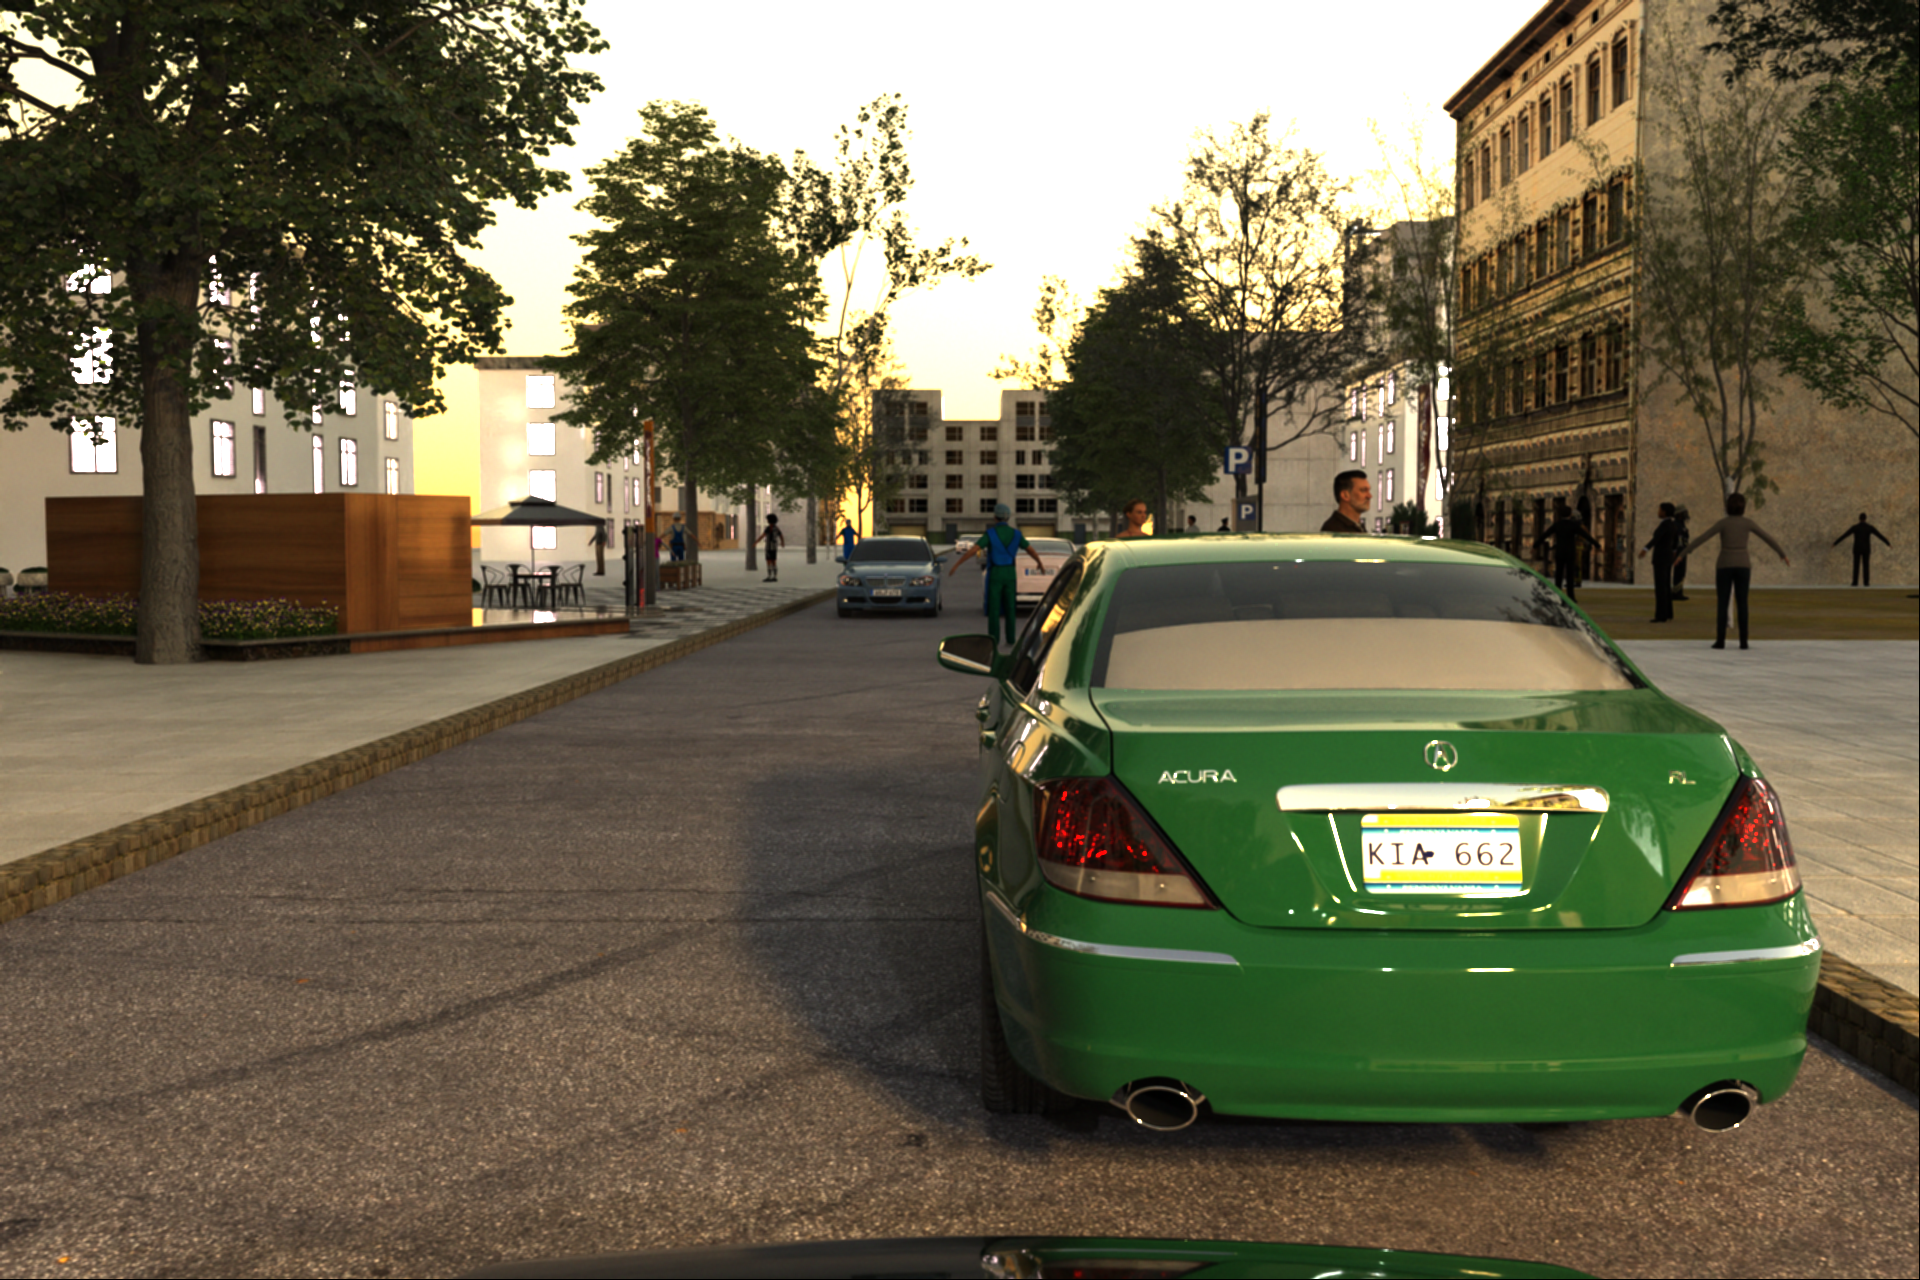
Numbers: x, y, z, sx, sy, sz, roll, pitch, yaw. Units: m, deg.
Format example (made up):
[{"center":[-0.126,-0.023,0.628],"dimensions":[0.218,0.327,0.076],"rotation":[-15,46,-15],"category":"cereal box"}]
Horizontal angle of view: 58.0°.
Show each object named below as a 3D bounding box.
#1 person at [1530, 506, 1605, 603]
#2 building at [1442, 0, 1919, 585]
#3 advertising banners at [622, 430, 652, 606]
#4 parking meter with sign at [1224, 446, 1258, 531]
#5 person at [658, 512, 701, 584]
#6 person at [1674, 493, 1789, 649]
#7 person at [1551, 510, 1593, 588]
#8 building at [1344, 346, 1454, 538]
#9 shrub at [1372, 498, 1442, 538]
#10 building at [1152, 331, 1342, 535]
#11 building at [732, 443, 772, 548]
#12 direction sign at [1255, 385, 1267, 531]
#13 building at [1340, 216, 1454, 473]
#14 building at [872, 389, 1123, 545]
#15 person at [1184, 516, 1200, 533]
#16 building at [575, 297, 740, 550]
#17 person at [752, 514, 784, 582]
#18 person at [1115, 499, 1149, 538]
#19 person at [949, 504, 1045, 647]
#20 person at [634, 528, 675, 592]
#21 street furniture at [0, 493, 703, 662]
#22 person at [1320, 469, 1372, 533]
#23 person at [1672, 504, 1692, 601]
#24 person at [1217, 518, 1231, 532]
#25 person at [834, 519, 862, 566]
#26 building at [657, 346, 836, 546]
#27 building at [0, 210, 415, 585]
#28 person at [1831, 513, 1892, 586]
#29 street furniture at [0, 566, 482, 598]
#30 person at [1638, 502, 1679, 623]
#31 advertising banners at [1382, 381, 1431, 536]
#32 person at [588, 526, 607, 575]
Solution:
[{"center":[11.257,-1.590,32.182],"dimensions":[1.347,1.806,0.705],"rotation":[2,4,32],"category":"person"},{"center":[26.492,-13.522,52.018],"dimensions":[19.493,23.208,18.063],"rotation":[0,4,2],"category":"building"},{"center":[-5.321,-1.990,28.731],"dimensions":[0.090,3.025,2.074],"rotation":[0,4,3],"category":"advertising banners"},{"center":[5.501,-2.287,33.651],"dimensions":[0.543,3.016,1.738],"rotation":[0,4,1],"category":"parking meter with sign"},{"center":[-7.258,-2.358,44.416],"dimensions":[1.347,1.847,0.705],"rotation":[-2,4,-25],"category":"person"},{"center":[8.645,-0.773,19.398],"dimensions":[1.215,1.744,0.721],"rotation":[1,4,11],"category":"person"},{"center":[14.753,-2.193,41.622],"dimensions":[0.705,1.858,1.354],"rotation":[-1,4,-22],"category":"person"},{"center":[24.300,-8.270,77.357],"dimensions":[9.099,9.664,28.070],"rotation":[0,4,2],"category":"building"},{"center":[9.768,-2.067,37.840],"dimensions":[1.661,2.075,1.752],"rotation":[0,3,0],"category":"shrub"},{"center":[27.525,-17.944,159.842],"dimensions":[16.747,18.905,31.486],"rotation":[0,4,1],"category":"building"},{"center":[-22.709,-13.805,167.857],"dimensions":[9.099,9.664,28.070],"rotation":[0,4,1],"category":"building"},{"center":[4.642,-2.127,26.776],"dimensions":[0.379,3.537,0.876],"rotation":[0,4,0],"category":"direction sign"},{"center":[28.449,-15.187,104.722],"dimensions":[16.016,20.090,11.380],"rotation":[0,4,2],"category":"building"},{"center":[5.111,-21.347,217.940],"dimensions":[31.486,18.905,16.747],"rotation":[0,4,0],"category":"building"},{"center":[6.543,-2.629,49.170],"dimensions":[0.705,1.806,1.347],"rotation":[-2,4,-27],"category":"person"},{"center":[-24.726,-17.309,139.429],"dimensions":[16.016,20.090,11.380],"rotation":[0,4,2],"category":"building"},{"center":[-5.105,-2.478,46.657],"dimensions":[0.704,1.843,1.345],"rotation":[2,4,31],"category":"person"},{"center":[1.564,-0.344,14.879],"dimensions":[1.217,1.733,0.721],"rotation":[-2,4,-34],"category":"person"},{"center":[0.512,-0.825,22.068],"dimensions":[1.347,1.817,0.704],"rotation":[-2,4,-25],"category":"person"},{"center":[-6.752,-1.764,38.104],"dimensions":[0.991,1.433,0.599],"rotation":[0,4,-2],"category":"person"},{"center":[-9.499,-0.902,21.606],"dimensions":[9.812,1.723,11.010],"rotation":[2,4,28],"category":"street furniture"},{"center":[2.343,-0.104,10.302],"dimensions":[0.704,1.812,1.346],"rotation":[3,4,36],"category":"person"},{"center":[13.959,-1.696,33.514],"dimensions":[0.705,1.856,1.354],"rotation":[2,4,29],"category":"person"},{"center":[8.996,-3.229,58.734],"dimensions":[0.705,1.837,1.347],"rotation":[-3,4,-38],"category":"person"},{"center":[-3.840,-3.298,60.054],"dimensions":[1.347,1.817,0.704],"rotation":[-3,4,-37],"category":"person"},{"center":[-24.005,-22.151,193.104],"dimensions":[19.493,23.208,18.063],"rotation":[0,4,1],"category":"building"},{"center":[-23.622,-7.047,57.374],"dimensions":[9.099,9.664,28.070],"rotation":[0,4,2],"category":"building"},{"center":[22.222,-2.230,42.683],"dimensions":[1.346,1.802,0.704],"rotation":[2,4,23],"category":"person"},{"center":[-15.505,-1.260,36.234],"dimensions":[10.072,0.657,5.734],"rotation":[1,4,9],"category":"street furniture"},{"center":[10.164,-1.130,25.203],"dimensions":[0.721,1.740,1.216],"rotation":[3,5,43],"category":"person"},{"center":[5.384,-1.512,20.917],"dimensions":[0.090,3.025,2.074],"rotation":[0,4,1],"category":"advertising banners"},{"center":[-11.223,-2.910,53.844],"dimensions":[0.705,1.796,1.348],"rotation":[-2,4,-32],"category":"person"}]
